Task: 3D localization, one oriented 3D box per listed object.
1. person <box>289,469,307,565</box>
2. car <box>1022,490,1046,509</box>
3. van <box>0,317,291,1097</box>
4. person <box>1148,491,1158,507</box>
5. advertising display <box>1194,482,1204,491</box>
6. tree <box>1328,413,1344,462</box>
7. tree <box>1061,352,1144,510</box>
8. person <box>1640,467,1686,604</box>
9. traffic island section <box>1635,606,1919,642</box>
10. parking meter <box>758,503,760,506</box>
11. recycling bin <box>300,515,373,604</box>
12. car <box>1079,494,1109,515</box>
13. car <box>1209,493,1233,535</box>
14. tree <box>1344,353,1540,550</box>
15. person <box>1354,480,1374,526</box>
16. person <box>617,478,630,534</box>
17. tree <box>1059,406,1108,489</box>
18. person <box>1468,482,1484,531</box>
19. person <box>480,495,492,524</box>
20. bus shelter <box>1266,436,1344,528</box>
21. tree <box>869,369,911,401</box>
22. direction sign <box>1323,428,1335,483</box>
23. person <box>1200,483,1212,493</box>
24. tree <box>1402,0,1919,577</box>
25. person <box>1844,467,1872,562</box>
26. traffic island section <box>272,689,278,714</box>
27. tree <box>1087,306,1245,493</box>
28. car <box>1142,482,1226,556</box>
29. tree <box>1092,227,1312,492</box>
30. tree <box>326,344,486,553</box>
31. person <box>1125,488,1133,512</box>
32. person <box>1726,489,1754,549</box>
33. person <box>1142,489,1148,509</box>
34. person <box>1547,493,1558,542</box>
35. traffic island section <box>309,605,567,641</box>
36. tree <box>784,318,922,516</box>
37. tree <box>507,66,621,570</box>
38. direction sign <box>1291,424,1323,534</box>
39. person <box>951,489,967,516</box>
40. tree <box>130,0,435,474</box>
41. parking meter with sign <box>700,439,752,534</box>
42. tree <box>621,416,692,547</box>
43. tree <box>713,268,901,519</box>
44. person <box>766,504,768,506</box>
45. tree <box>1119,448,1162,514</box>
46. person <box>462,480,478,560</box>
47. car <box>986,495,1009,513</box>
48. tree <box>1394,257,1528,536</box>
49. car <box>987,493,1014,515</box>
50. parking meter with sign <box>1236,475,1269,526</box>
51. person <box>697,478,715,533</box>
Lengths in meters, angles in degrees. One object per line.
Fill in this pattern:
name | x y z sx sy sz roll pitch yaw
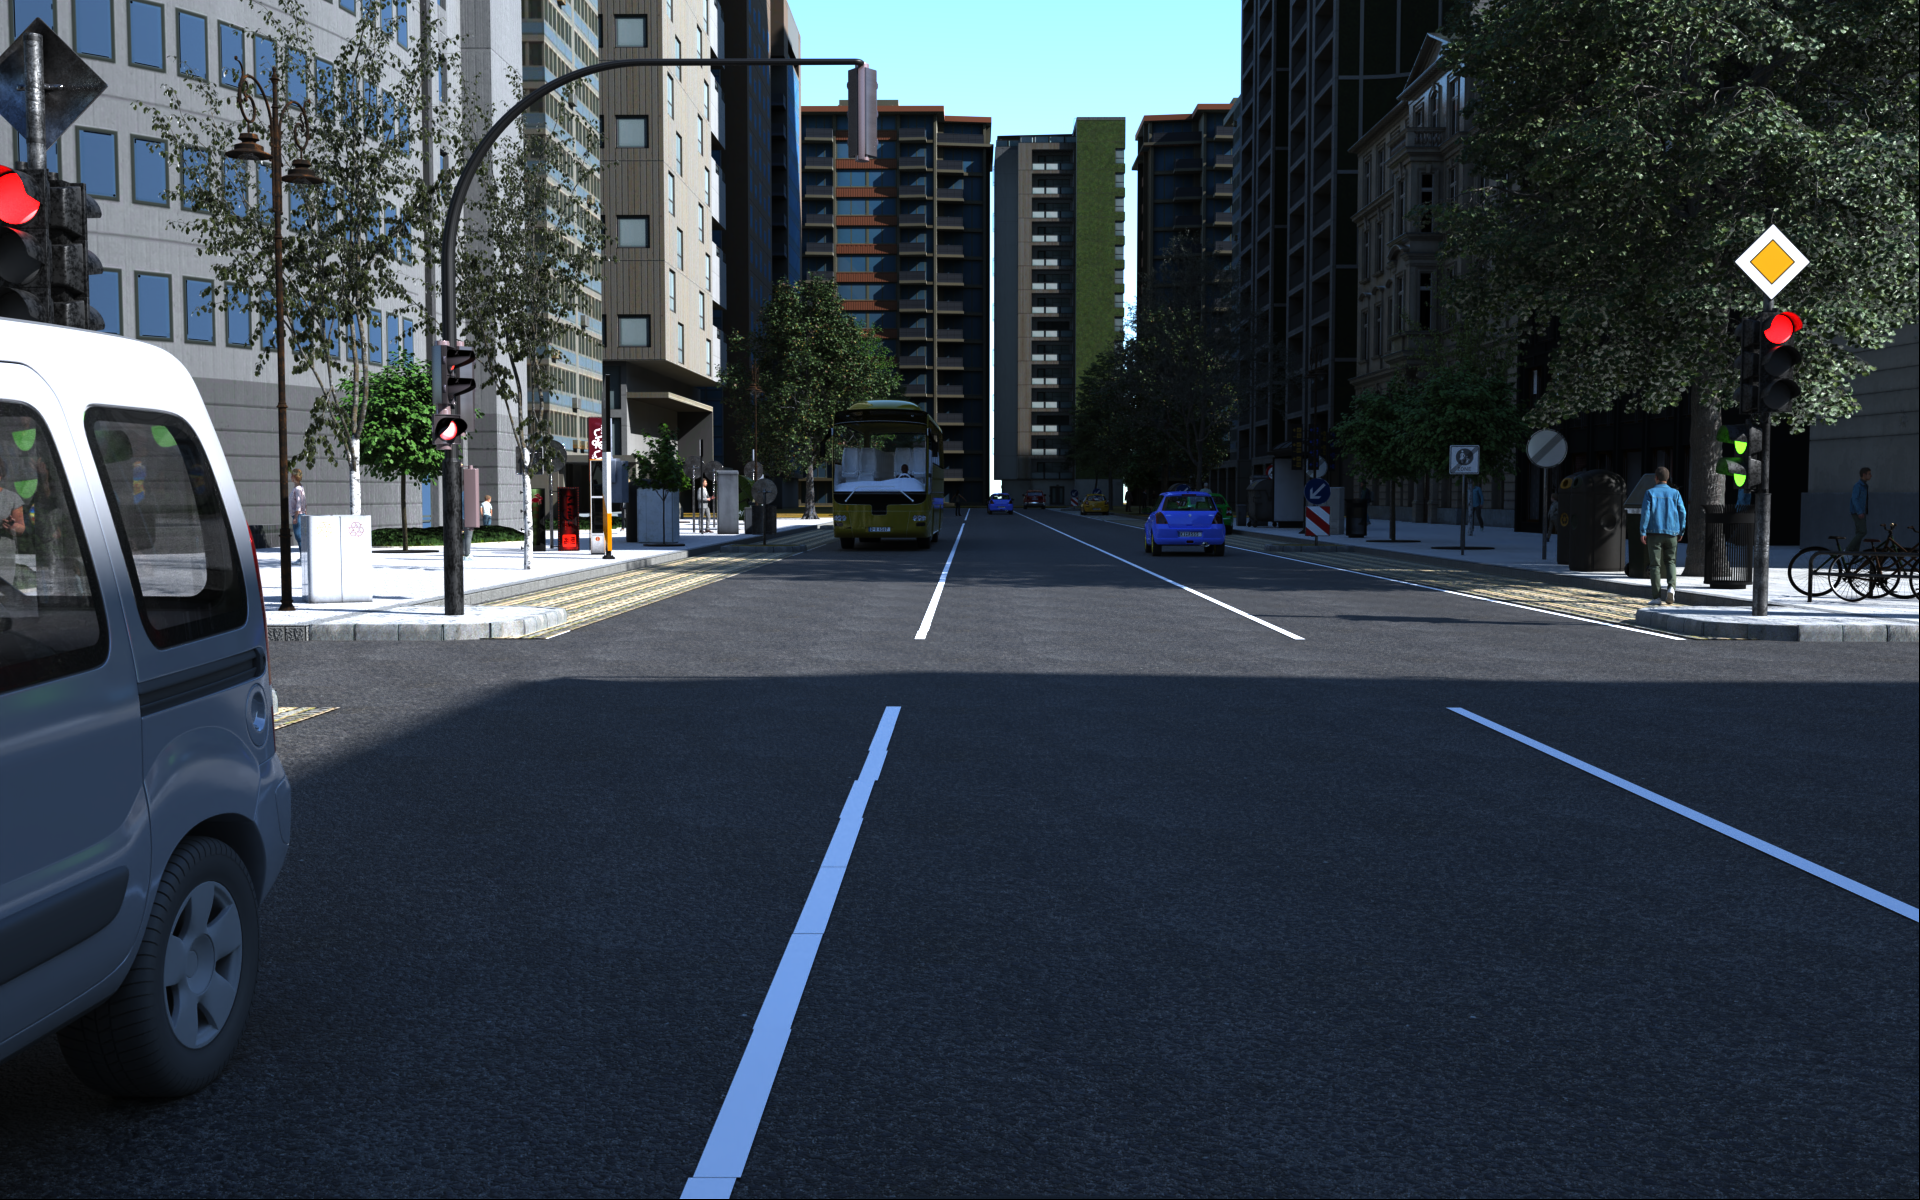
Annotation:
person | -11.908 -1.518 31.528 0.598 1.740 0.731 -2 4 -27
car | 7.065 -9.534 164.548 2.281 1.827 5.304 0 4 1
van | -2.675 0.256 2.825 2.013 2.044 4.112 0 4 2
person | 19.430 -10.069 173.645 1.217 1.766 0.721 0 4 -3
advertising display | 12.900 -5.397 93.450 0.123 1.923 0.974 -1 4 -18
tree | 11.623 -3.839 46.478 4.285 4.588 4.351 0 3 0
tree | 11.810 -13.514 139.080 7.486 12.596 7.792 0 3 0
person | 9.048 -0.824 22.309 0.601 1.785 0.444 0 4 8
traffic island section | 8.455 0.246 18.264 2.009 0.180 2.903 0 4 0
parking meter | -7.799 -3.515 65.880 0.372 1.533 0.369 0 3 0
recycling bin | -7.454 -0.498 20.702 0.722 1.027 0.722 -2 4 -27
car | 9.081 -6.527 116.933 2.015 1.641 3.980 0 4 0
car | 8.651 -3.263 62.141 1.959 1.807 4.718 0 4 0
tree | 11.797 -3.465 40.366 4.285 4.588 4.351 0 3 0
person | 16.167 -3.874 69.369 0.794 1.824 0.713 -3 5 -45
person | -10.624 -3.018 55.568 0.728 1.800 0.709 -2 4 -35
tree | 12.255 -13.438 154.117 7.601 10.594 8.767 2 4 33
person | 17.864 -3.295 59.931 0.620 1.820 0.660 -3 5 -44
person | -13.960 -2.465 51.023 0.332 1.250 0.352 1 4 9
bus shelter | 12.571 -4.220 62.914 2.014 3.302 5.546 0 4 0
tree | -7.182 -14.552 156.051 7.486 12.596 7.792 0 3 0
direction sign | 12.609 -4.127 59.471 0.876 3.537 0.379 -3 5 -44
person | 10.669 -4.173 74.760 0.782 1.767 0.515 0 4 3
tree | 11.616 -7.334 26.563 9.857 13.997 8.962 0 3 0
person | 16.996 -1.615 32.788 0.601 1.785 0.444 -3 5 -44
traffic island section | -5.455 0.726 10.404 2.009 0.180 2.903 0 4 0
tree | 12.132 -11.331 102.266 9.611 12.733 9.660 0 3 0
car | 5.319 -1.937 41.257 1.945 1.707 3.694 0 4 2
tree | 11.041 -10.399 80.388 12.009 13.543 11.850 0 3 0
tree | -12.176 -3.329 38.149 4.285 4.588 4.351 0 3 0
person | 12.154 -7.218 124.602 0.434 1.755 0.990 -2 4 -28
person | 18.405 -2.126 40.825 0.620 1.820 0.660 1 4 19
person | 15.288 -8.351 143.384 0.445 1.727 0.742 1 4 20
person | 15.907 -2.201 46.304 0.640 1.303 0.475 -1 4 -21
traffic island section | -5.386 0.238 18.389 2.009 0.180 2.903 0 4 0
tree | -7.170 -10.826 102.768 9.928 11.665 9.643 0 3 0
tree | -7.493 -4.812 29.036 4.360 8.622 3.978 0 3 0
direction sign | 11.151 -3.913 55.973 0.876 3.537 0.379 1 4 20
person | -0.085 -6.379 113.517 1.217 1.735 0.721 3 4 36
tree | -8.278 -4.430 22.796 4.360 8.622 3.978 0 3 0
parking meter with sign | -7.410 -3.612 55.314 1.738 3.016 0.543 -1 4 -11
tree | -7.260 -2.948 42.797 1.663 3.219 1.824 0 3 0
tree | -7.732 -10.484 88.425 9.611 12.733 9.660 0 3 0
person | -13.496 -6.937 119.981 1.217 1.766 0.721 2 4 32
tree | 11.448 -7.782 110.943 4.285 4.588 4.351 0 3 0
person | -9.522 -1.570 33.524 0.330 1.601 0.589 -1 4 -23
car | 2.918 -7.369 130.275 2.009 1.686 4.222 0 4 2
tree | 15.507 -6.280 53.042 4.737 8.622 4.395 0 3 0
car | 2.857 -6.881 122.100 1.945 1.707 3.694 0 4 -1
parking meter with sign | 11.987 -4.478 69.478 1.738 3.016 0.543 0 4 -3
person | -8.404 -3.123 57.310 0.583 1.804 0.606 1 4 12
